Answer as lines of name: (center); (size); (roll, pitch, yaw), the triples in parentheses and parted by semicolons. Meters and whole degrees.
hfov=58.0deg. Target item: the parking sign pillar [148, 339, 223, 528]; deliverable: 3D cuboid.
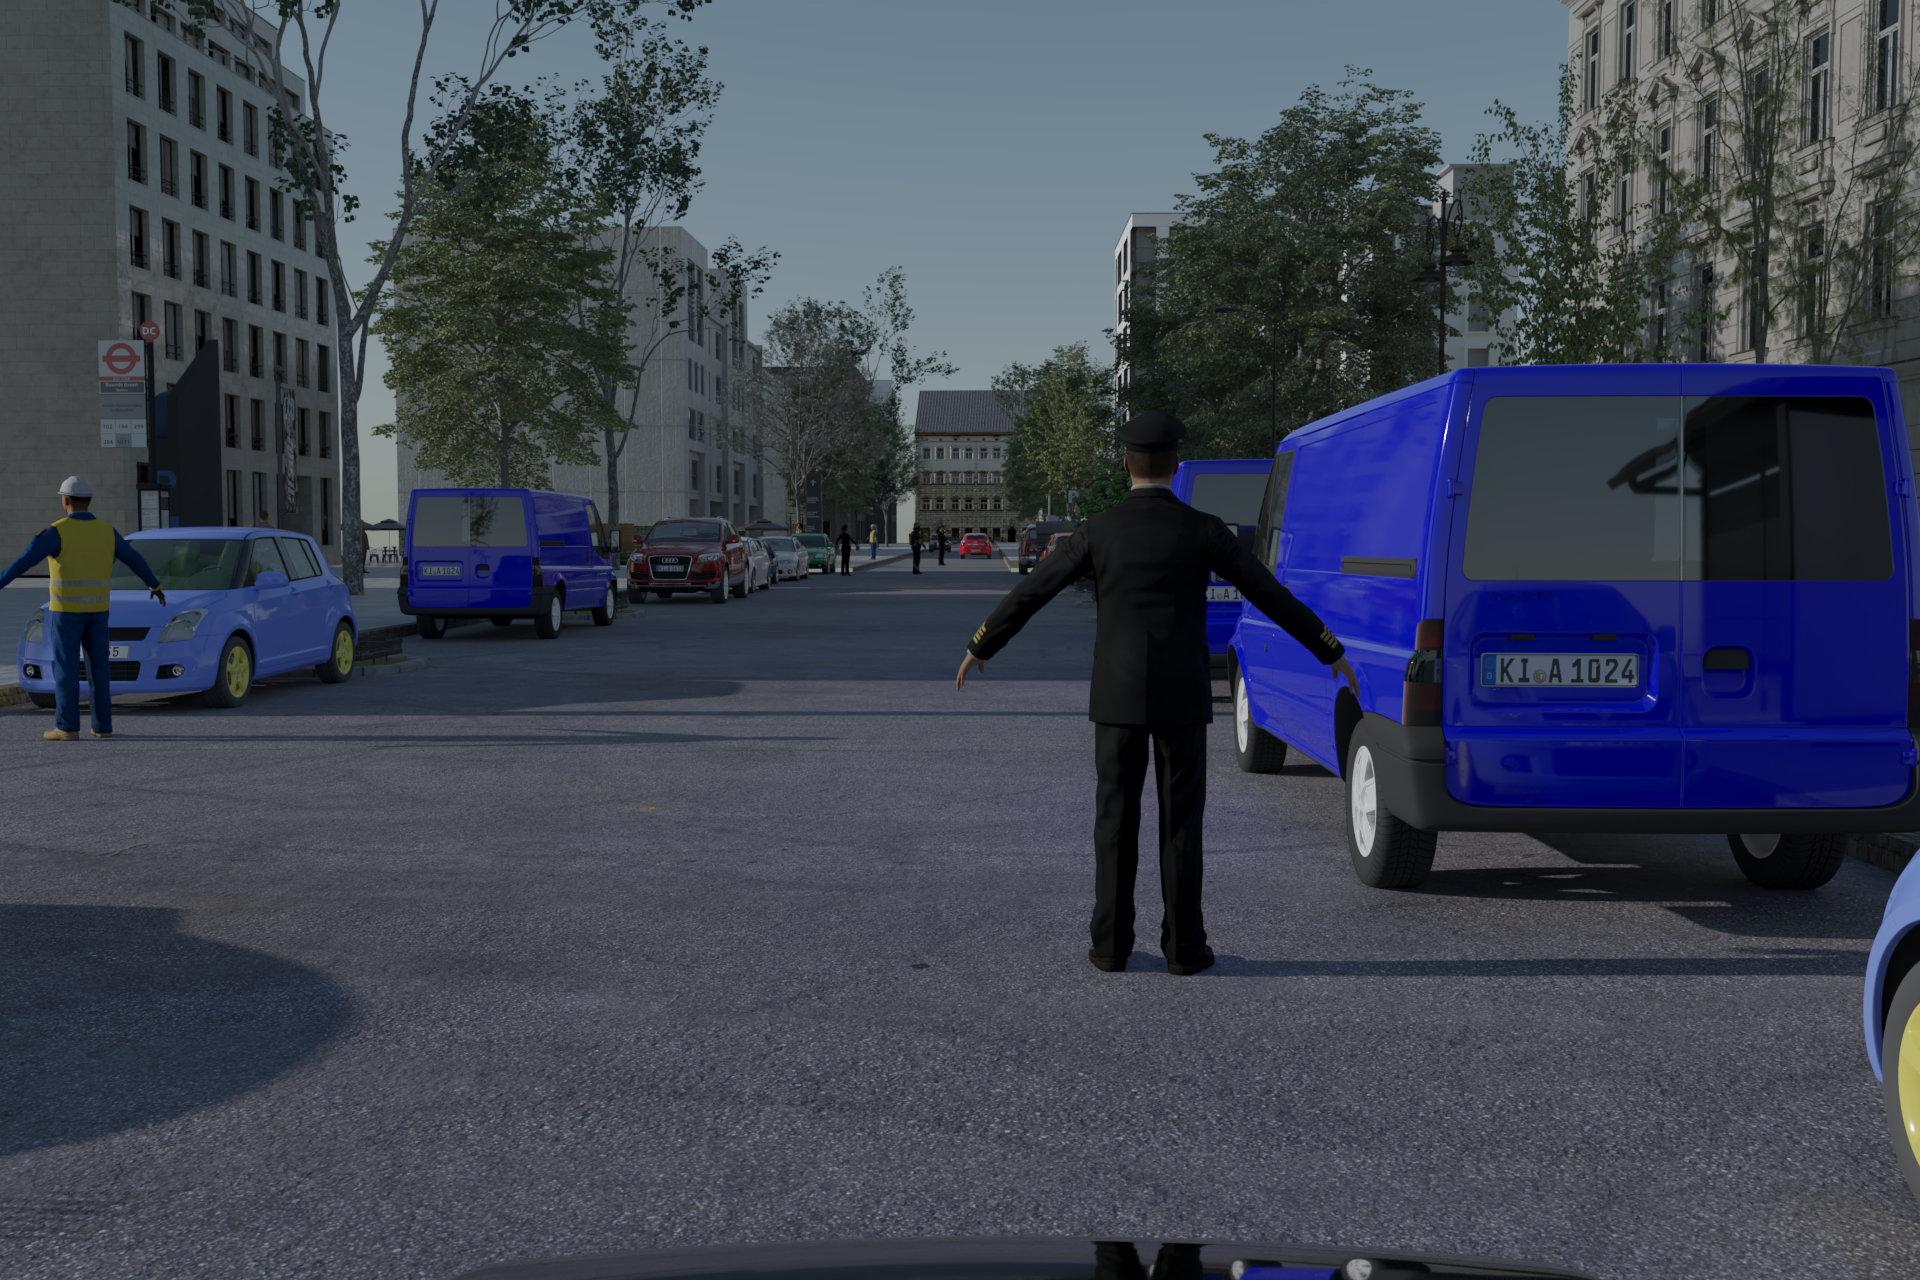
parking sign pillar: (-10.470, -2.139, 23.442); (1.447, 3.967, 1.447); (0, 4, 0)

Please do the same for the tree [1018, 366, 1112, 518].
tree: (4.740, -7.630, 75.120); (4.737, 8.622, 4.395); (0, 3, 0)

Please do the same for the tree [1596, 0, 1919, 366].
tree: (8.821, -4.216, 19.299); (4.360, 8.622, 3.978); (0, 3, 0)

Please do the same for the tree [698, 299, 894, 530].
tree: (-8.507, -11.061, 91.214); (12.009, 13.543, 11.850); (0, 3, 0)

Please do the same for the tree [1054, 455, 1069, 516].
tree: (8.260, -12.028, 147.016); (4.360, 8.622, 3.978); (0, 3, 0)

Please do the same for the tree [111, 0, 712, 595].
tree: (-11.442, -10.963, 35.141); (12.611, 20.169, 13.585); (0, 3, 0)

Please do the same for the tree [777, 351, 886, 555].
tree: (-7.970, -11.573, 107.338); (7.486, 12.596, 7.792); (0, 3, 0)

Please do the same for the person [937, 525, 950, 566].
person: (-0.812, -4.306, 78.803); (0.705, 1.837, 1.347); (1, 4, 22)

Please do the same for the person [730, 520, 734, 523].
person: (-9.540, -4.061, 72.164); (0.705, 1.858, 1.354); (0, 4, -8)

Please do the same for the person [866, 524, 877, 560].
person: (-4.407, -4.889, 86.401); (0.721, 1.772, 1.216); (-2, 4, -24)

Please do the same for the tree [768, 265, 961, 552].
tree: (-6.807, -16.274, 121.962); (12.611, 20.169, 13.585); (0, 3, 0)

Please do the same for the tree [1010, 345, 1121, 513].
tree: (6.454, -11.416, 104.772); (7.486, 12.596, 7.792); (0, 3, 0)

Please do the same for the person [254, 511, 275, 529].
person: (-14.400, -1.783, 35.722); (0.617, 1.759, 0.750); (-3, 4, -37)

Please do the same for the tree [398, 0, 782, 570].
tree: (-12.589, -12.454, 59.513); (12.611, 20.169, 13.585); (0, 3, 0)

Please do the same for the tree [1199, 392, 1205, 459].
tree: (11.119, -7.615, 74.869); (4.360, 8.622, 3.978); (0, 3, 0)

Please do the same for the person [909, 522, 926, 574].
person: (-1.520, -3.266, 61.634); (0.705, 1.856, 1.354); (-1, 4, -20)

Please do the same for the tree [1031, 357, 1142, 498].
tree: (7.384, -9.553, 90.599); (8.767, 10.594, 7.601); (1, 4, 18)

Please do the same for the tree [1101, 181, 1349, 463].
tree: (9.828, -9.653, 64.482); (9.857, 13.997, 8.962); (0, 3, 0)

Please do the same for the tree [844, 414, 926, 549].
tree: (-7.035, -13.453, 145.705); (9.928, 11.665, 9.643); (0, 3, 0)

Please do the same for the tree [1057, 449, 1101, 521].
tree: (7.194, -10.165, 116.558); (4.360, 8.622, 3.978); (0, 3, 0)

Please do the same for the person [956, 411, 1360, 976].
person: (0.632, 0.164, 5.711); (1.347, 1.837, 0.705); (1, 4, 11)

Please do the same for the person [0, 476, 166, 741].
person: (-6.171, -0.226, 12.118); (0.705, 1.833, 1.349); (3, 4, 37)

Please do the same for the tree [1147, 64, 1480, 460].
tree: (9.639, -8.694, 48.805); (9.857, 13.997, 8.962); (0, 3, 0)

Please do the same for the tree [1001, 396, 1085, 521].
tree: (6.930, -13.444, 137.943); (7.486, 12.596, 7.792); (0, 3, 0)

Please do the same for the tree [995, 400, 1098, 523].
tree: (7.596, -15.236, 155.766); (9.857, 13.997, 8.962); (0, 3, 0)

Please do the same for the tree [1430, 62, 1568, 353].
tree: (24.541, -13.040, 69.086); (12.611, 20.169, 13.585); (0, 3, 0)

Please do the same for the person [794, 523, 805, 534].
person: (-7.858, -4.801, 84.647); (1.345, 1.843, 0.704); (2, 4, 33)

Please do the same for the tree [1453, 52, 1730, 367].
tree: (9.697, -4.726, 27.635); (4.737, 8.622, 4.395); (0, 3, 0)

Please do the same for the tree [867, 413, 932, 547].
tree: (-7.265, -15.831, 169.198); (12.009, 13.543, 11.850); (0, 3, 0)

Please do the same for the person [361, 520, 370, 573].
person: (-19.490, -3.055, 56.538); (0.434, 1.755, 0.990); (0, 4, 1)

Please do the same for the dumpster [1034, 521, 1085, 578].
dumpster: (3.380, -2.988, 57.062); (1.865, 1.857, 1.264); (0, 4, 1)

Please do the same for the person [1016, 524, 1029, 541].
person: (3.676, -5.298, 92.803); (1.347, 1.806, 0.705); (-1, 4, -9)

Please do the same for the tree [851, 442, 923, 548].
tree: (-7.353, -13.526, 155.558); (8.767, 10.594, 7.601); (0, 4, 5)

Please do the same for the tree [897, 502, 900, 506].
tree: (-10.693, -19.174, 263.859); (4.360, 8.622, 3.978); (0, 3, 0)

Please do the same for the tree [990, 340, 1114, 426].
tree: (9.599, -19.131, 168.687); (12.611, 20.169, 13.585); (0, 3, 0)

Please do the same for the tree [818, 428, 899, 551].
tree: (-8.277, -12.226, 134.304); (7.601, 10.594, 8.767); (-2, 4, -32)

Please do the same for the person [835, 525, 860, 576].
person: (-3.863, -3.064, 59.281); (1.216, 1.740, 0.721); (3, 5, 44)
